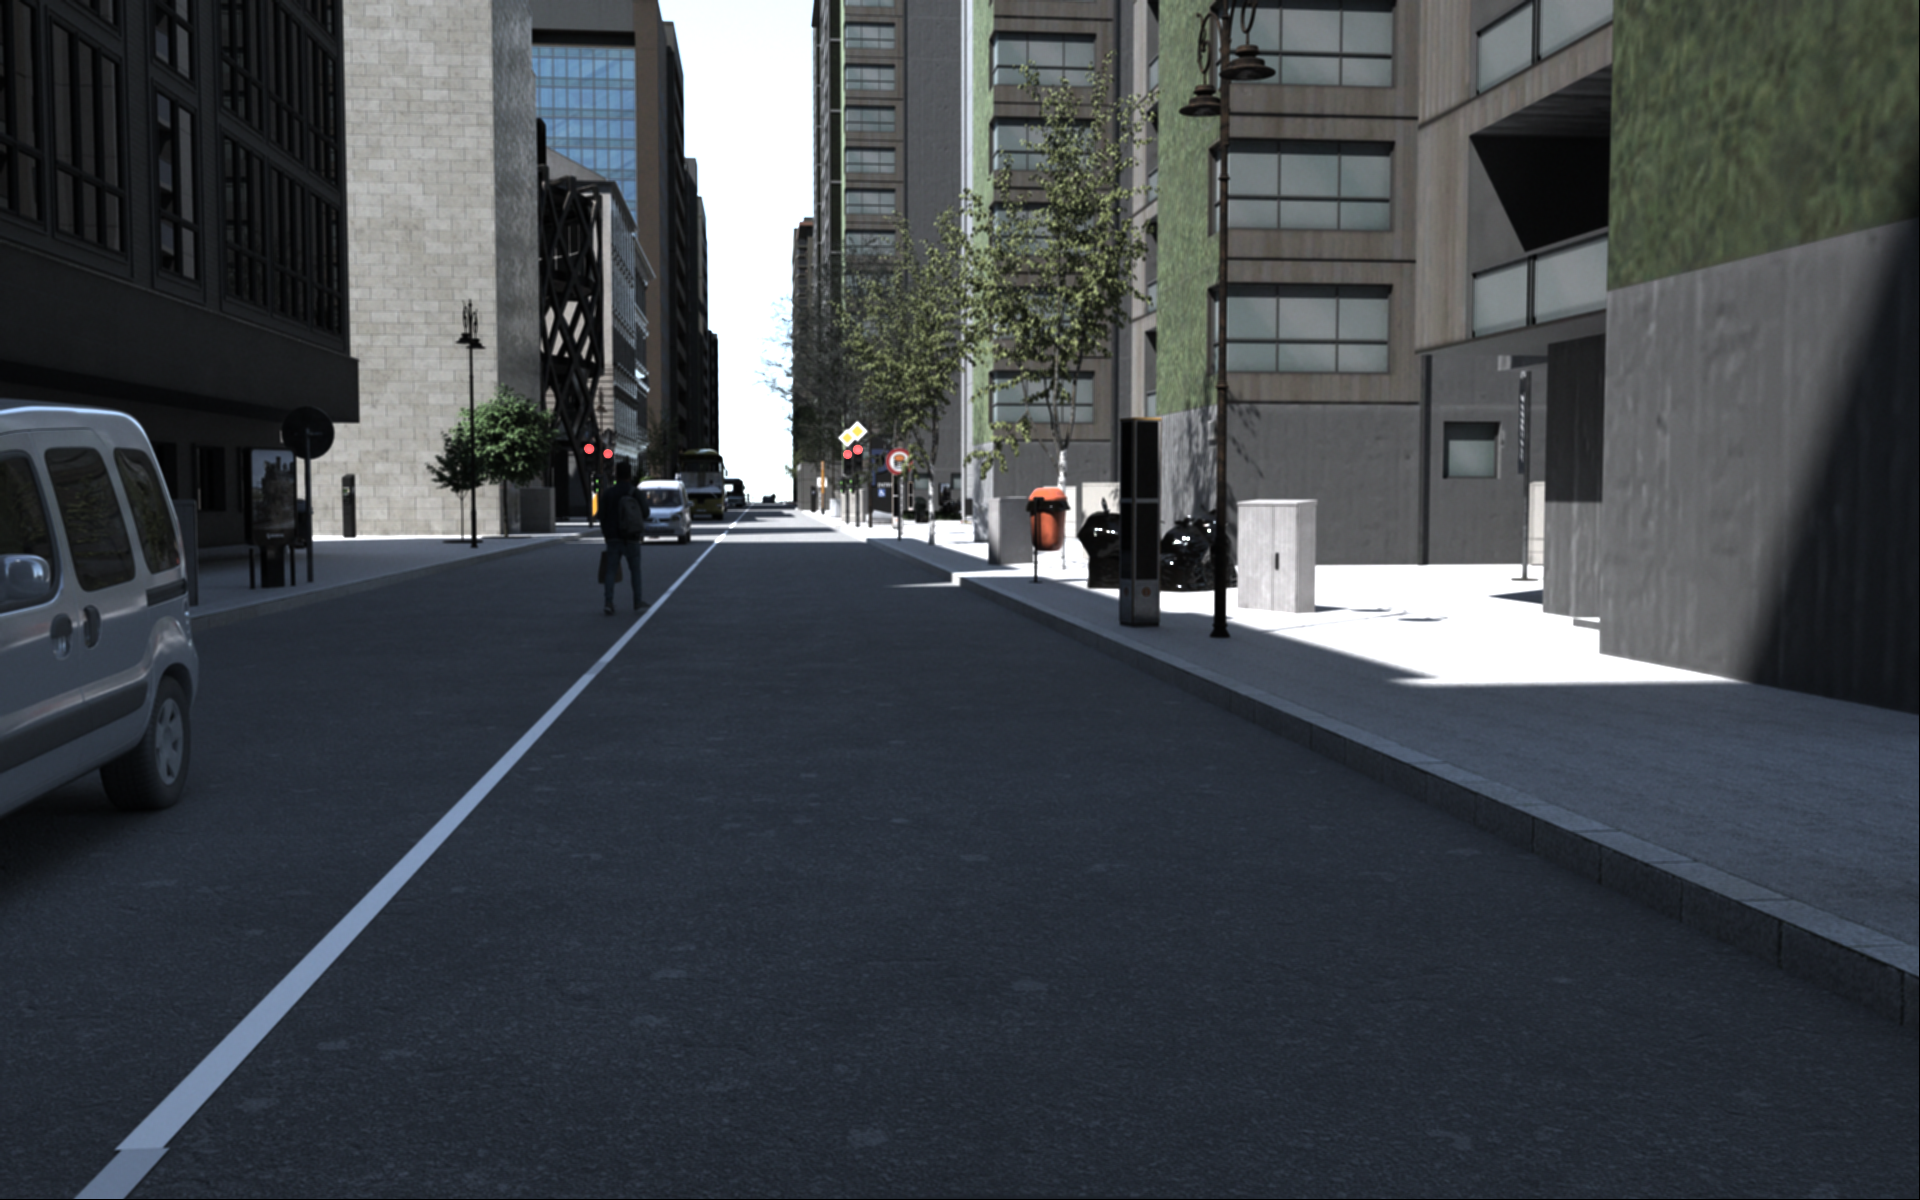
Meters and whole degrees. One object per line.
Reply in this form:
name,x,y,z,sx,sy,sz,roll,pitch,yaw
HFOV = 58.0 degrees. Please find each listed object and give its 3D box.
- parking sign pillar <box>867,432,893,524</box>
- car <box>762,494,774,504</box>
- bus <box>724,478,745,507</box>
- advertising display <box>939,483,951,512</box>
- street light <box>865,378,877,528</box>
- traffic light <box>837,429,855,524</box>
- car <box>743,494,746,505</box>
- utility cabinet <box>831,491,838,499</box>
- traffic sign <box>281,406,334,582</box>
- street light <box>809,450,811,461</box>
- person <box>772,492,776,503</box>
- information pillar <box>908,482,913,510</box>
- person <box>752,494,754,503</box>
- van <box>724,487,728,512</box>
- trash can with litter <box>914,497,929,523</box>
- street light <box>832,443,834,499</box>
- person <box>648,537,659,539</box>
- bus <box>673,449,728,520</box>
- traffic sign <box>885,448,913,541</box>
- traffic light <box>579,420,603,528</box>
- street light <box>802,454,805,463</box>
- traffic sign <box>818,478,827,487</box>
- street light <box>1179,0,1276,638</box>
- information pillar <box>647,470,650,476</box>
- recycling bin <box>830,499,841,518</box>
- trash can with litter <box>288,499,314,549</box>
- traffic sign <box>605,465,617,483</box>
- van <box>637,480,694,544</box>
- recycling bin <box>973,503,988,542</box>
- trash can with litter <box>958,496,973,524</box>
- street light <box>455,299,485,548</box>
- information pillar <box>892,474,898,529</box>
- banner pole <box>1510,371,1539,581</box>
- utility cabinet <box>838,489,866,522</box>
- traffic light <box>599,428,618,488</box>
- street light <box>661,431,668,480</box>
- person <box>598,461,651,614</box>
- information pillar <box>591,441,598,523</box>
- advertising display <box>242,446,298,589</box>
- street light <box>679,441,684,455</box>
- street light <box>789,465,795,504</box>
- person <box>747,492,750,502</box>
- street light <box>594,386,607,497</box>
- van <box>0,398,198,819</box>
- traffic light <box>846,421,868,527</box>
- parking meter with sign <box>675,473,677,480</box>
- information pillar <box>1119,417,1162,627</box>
parking sign pillar,-3.291,-5.268,74.611,1.447,3.967,1.447,2,4,24
car,-28.779,-15.164,259.940,2.014,1.417,4.499,0,4,-5
bus,-25.401,-12.057,191.986,2.948,3.499,13.247,-1,4,-8
advertising display,-0.882,-5.772,99.583,0.123,1.923,0.974,3,4,37
street light,-3.406,-5.687,65.775,0.468,5.910,1.993,0,4,-6
traffic light,-4.865,-5.237,74.538,0.839,4.253,0.868,0,4,-6
car,-28.360,-12.981,220.915,2.281,1.827,5.304,0,4,-6
utility cabinet,-8.913,-7.307,128.150,1.173,1.500,0.318,-1,4,-13
traffic sign,-9.486,-1.535,25.208,0.768,2.556,0.104,0,3,0
street light,-12.873,-10.772,148.907,0.468,5.910,1.993,0,4,-6
person,-28.427,-15.641,264.776,0.990,1.755,0.434,3,4,36
information pillar,-3.048,-6.268,106.980,0.304,2.012,0.304,0,4,-5
person,-34.269,-16.799,286.429,0.557,1.426,1.065,-2,4,-28
van,-20.315,-8.516,143.625,2.240,2.365,5.245,0,4,-6
trash can with litter,-1.625,-4.001,76.806,0.624,1.170,1.055,-1,4,-23
street light,-7.247,-7.716,98.939,0.468,5.910,1.993,0,4,-6
person,-9.817,-2.615,55.541,0.394,1.301,0.425,0,4,7
bus,-14.680,-6.540,98.471,2.896,3.916,12.252,0,4,-8
traffic sign,-1.664,-2.903,47.564,0.768,2.556,0.104,0,4,-5
traffic light,-13.954,-4.681,65.452,0.839,4.253,0.868,0,4,-6
street light,-15.817,-12.369,175.018,0.468,5.910,1.993,0,4,-6
traffic sign,-8.583,-6.468,107.888,0.606,2.300,0.079,0,4,-3
street light,2.334,-2.605,15.374,0.468,5.910,1.993,0,4,-6
information pillar,-26.093,-9.383,144.774,0.504,3.616,0.183,3,5,42
recycling bin,-6.536,-4.919,92.980,0.722,1.027,0.722,-2,4,-27
trash can with litter,-15.672,-1.818,41.117,0.624,1.170,1.055,-1,4,-20
traffic sign,-15.380,-4.701,76.959,0.768,2.556,0.104,0,4,-1
van,-8.770,-2.668,50.638,2.013,2.044,4.112,0,4,-6
recycling bin,0.725,-2.072,46.435,0.722,1.027,0.722,0,4,-2
trash can with litter,0.877,-3.952,75.676,2.233,1.210,1.678,-1,4,-12
street light,-11.620,-4.187,41.253,0.468,5.910,1.993,0,4,-6
information pillar,-2.284,-3.574,62.922,0.304,2.012,0.304,0,4,8
banner pole,8.405,-2.189,25.813,0.401,3.779,0.863,0,4,7
utility cabinet,-4.809,-4.242,78.034,1.173,1.500,0.318,2,4,31
traffic light,-14.860,-5.166,73.386,0.839,4.253,0.868,0,4,-6
street light,-21.131,-9.262,124.218,0.468,5.910,1.993,0,4,-6
person,-4.060,-0.746,20.687,0.794,1.824,0.713,1,4,22
information pillar,-16.103,-5.191,76.221,0.183,3.616,0.504,-3,4,-38
advertising display,-9.447,-1.134,23.760,0.123,1.923,0.974,1,4,16
street light,-24.018,-10.817,149.642,0.468,5.910,1.993,0,4,-6
street light,-21.548,-15.420,224.900,0.468,5.910,1.993,0,4,-6
person,-36.702,-17.811,300.373,0.621,1.740,0.551,2,4,27
street light,-15.333,-6.198,74.132,0.468,5.910,1.993,0,4,-6
van,-4.228,0.034,6.449,2.013,2.044,4.112,0,4,-8
traffic light,-3.959,-4.751,66.605,0.839,4.253,0.868,0,4,-6
parking meter with sign,-23.463,-9.052,144.258,0.543,3.016,1.738,-1,4,-11
information pillar,1.747,-0.753,16.808,0.304,2.012,0.304,-1,4,-21
